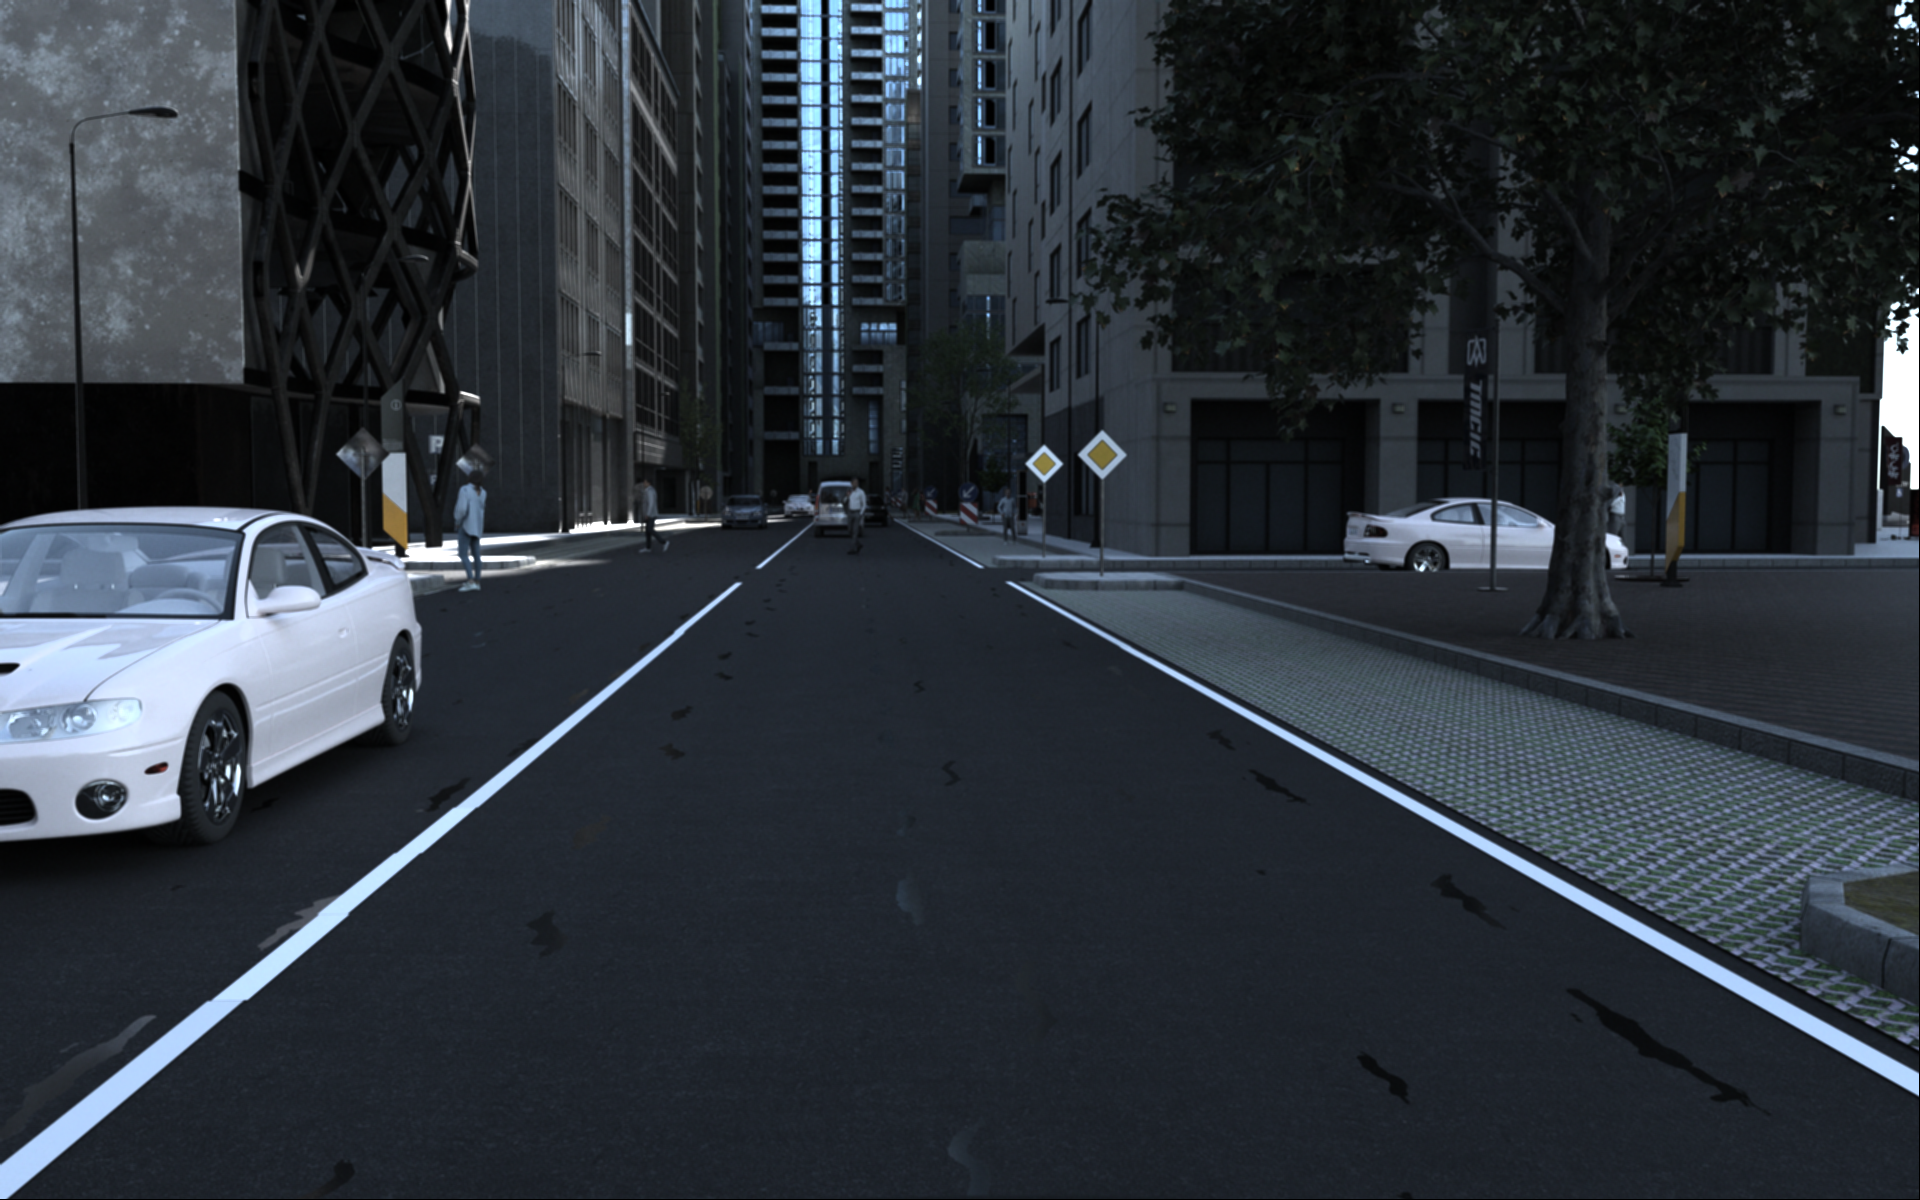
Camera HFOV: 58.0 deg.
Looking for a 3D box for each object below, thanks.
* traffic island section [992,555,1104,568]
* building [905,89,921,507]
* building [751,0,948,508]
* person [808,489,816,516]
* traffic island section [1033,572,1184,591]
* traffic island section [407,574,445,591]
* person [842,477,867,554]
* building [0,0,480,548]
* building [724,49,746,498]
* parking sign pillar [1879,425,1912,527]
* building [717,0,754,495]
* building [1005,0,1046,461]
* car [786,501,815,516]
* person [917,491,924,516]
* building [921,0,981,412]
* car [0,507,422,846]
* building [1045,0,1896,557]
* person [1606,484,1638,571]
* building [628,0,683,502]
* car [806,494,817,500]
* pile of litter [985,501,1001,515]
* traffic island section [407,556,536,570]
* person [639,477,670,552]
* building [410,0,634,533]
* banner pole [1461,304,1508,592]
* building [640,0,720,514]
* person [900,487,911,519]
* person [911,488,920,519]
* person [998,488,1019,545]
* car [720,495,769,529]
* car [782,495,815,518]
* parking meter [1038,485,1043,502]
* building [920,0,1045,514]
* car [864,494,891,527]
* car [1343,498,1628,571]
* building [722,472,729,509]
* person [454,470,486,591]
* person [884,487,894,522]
[{"bbox_3d":[1.712,-0.774,34.938,2.009,0.180,2.903,0,4,-4],"label":"traffic island section"},{"bbox_3d":[1.344,-30.296,178.940,14.154,41.232,14.086,0,4,-4],"label":"building"},{"bbox_3d":[-17.770,-54.430,202.601,31.000,86.520,22.319,0,4,-4],"label":"building"},{"bbox_3d":[-9.480,-6.245,111.129,0.750,1.759,0.617,0,4,6],"label":"person"},{"bbox_3d":[2.225,-0.287,26.970,2.009,0.180,2.903,0,4,-4],"label":"traffic island section"},{"bbox_3d":[-9.044,-0.243,26.252,2.009,0.180,2.903,0,4,-4],"label":"traffic island section"},{"bbox_3d":[-2.549,-2.016,41.556,0.679,1.850,0.850,2,4,25],"label":"person"},{"bbox_3d":[-20.657,-10.655,41.659,16.820,18.784,16.811,0,4,-4],"label":"building"},{"bbox_3d":[-26.728,-28.793,154.356,14.154,41.232,14.086,0,4,-4],"label":"building"},{"bbox_3d":[36.609,-4.852,67.794,1.447,3.967,1.447,-2,4,-25],"label":"parking sign pillar"},{"bbox_3d":[-35.031,-38.562,172.495,28.212,58.520,21.231,0,4,-4],"label":"building"},{"bbox_3d":[16.625,-30.000,79.733,28.713,52.752,27.495,0,4,-4],"label":"building"},{"bbox_3d":[-10.448,-6.193,113.841,1.945,1.354,3.894,0,4,-3],"label":"car"},{"bbox_3d":[-2.594,-6.177,110.956,0.593,1.643,0.415,-1,4,-11],"label":"person"},{"bbox_3d":[6.931,-37.648,157.545,21.231,58.520,28.212,0,4,-4],"label":"building"},{"bbox_3d":[-4.033,0.234,8.530,2.083,1.381,4.827,0,4,-3],"label":"car"},{"bbox_3d":[13.507,-37.042,43.882,20.611,71.187,20.563,0,4,-4],"label":"building"},{"bbox_3d":[12.065,-1.427,31.930,0.850,1.850,0.679,2,4,34],"label":"person"},{"bbox_3d":[-22.431,-18.014,88.044,14.314,27.812,24.014,0,4,-4],"label":"building"},{"bbox_3d":[-13.478,-8.961,158.308,2.131,1.459,4.920,0,4,-3],"label":"car"},{"bbox_3d":[2.081,-5.796,108.722,1.176,0.858,1.719,1,4,16],"label":"pile of litter"},{"bbox_3d":[-9.556,-0.730,34.221,2.009,0.180,2.903,0,4,-4],"label":"traffic island section"},{"bbox_3d":[-7.539,-2.099,42.662,0.795,1.843,0.661,0,4,-1],"label":"person"},{"bbox_3d":[-19.751,-15.136,65.504,12.078,24.808,19.932,0,4,-4],"label":"building"},{"bbox_3d":[6.975,-2.023,23.085,0.401,3.779,0.863,-2,4,-24],"label":"banner pole"},{"bbox_3d":[-23.500,-26.393,115.121,14.154,41.232,14.086,0,4,-4],"label":"building"},{"bbox_3d":[-3.179,-5.499,98.530,0.853,1.813,0.709,-3,4,-38],"label":"person"},{"bbox_3d":[-2.389,-5.338,96.021,0.529,1.795,0.600,-2,4,-34],"label":"person"},{"bbox_3d":[1.350,-2.344,48.632,0.589,1.601,0.330,0,4,-5],"label":"person"},{"bbox_3d":[-8.974,-3.687,72.282,2.014,1.417,4.499,0,4,-4],"label":"car"},{"bbox_3d":[-9.931,-5.794,107.099,2.083,1.381,4.827,0,4,-5],"label":"car"},{"bbox_3d":[5.068,-6.227,107.524,0.399,1.863,0.255,1,4,16],"label":"parking meter"},{"bbox_3d":[8.602,-49.783,126.625,22.319,86.520,31.000,0,4,-4],"label":"building"},{"bbox_3d":[-4.090,-4.128,77.279,2.009,1.686,4.222,0,4,-2],"label":"car"},{"bbox_3d":[9.089,-1.078,29.981,4.827,1.381,2.083,0,4,-4],"label":"car"},{"bbox_3d":[-34.549,-27.032,133.857,32.217,40.220,23.993,0,4,-4],"label":"building"},{"bbox_3d":[-7.270,-1.040,25.774,0.793,1.790,0.793,0,4,-8],"label":"person"},{"bbox_3d":[-3.604,-4.826,87.498,0.778,1.811,0.616,3,4,38],"label":"person"}]
